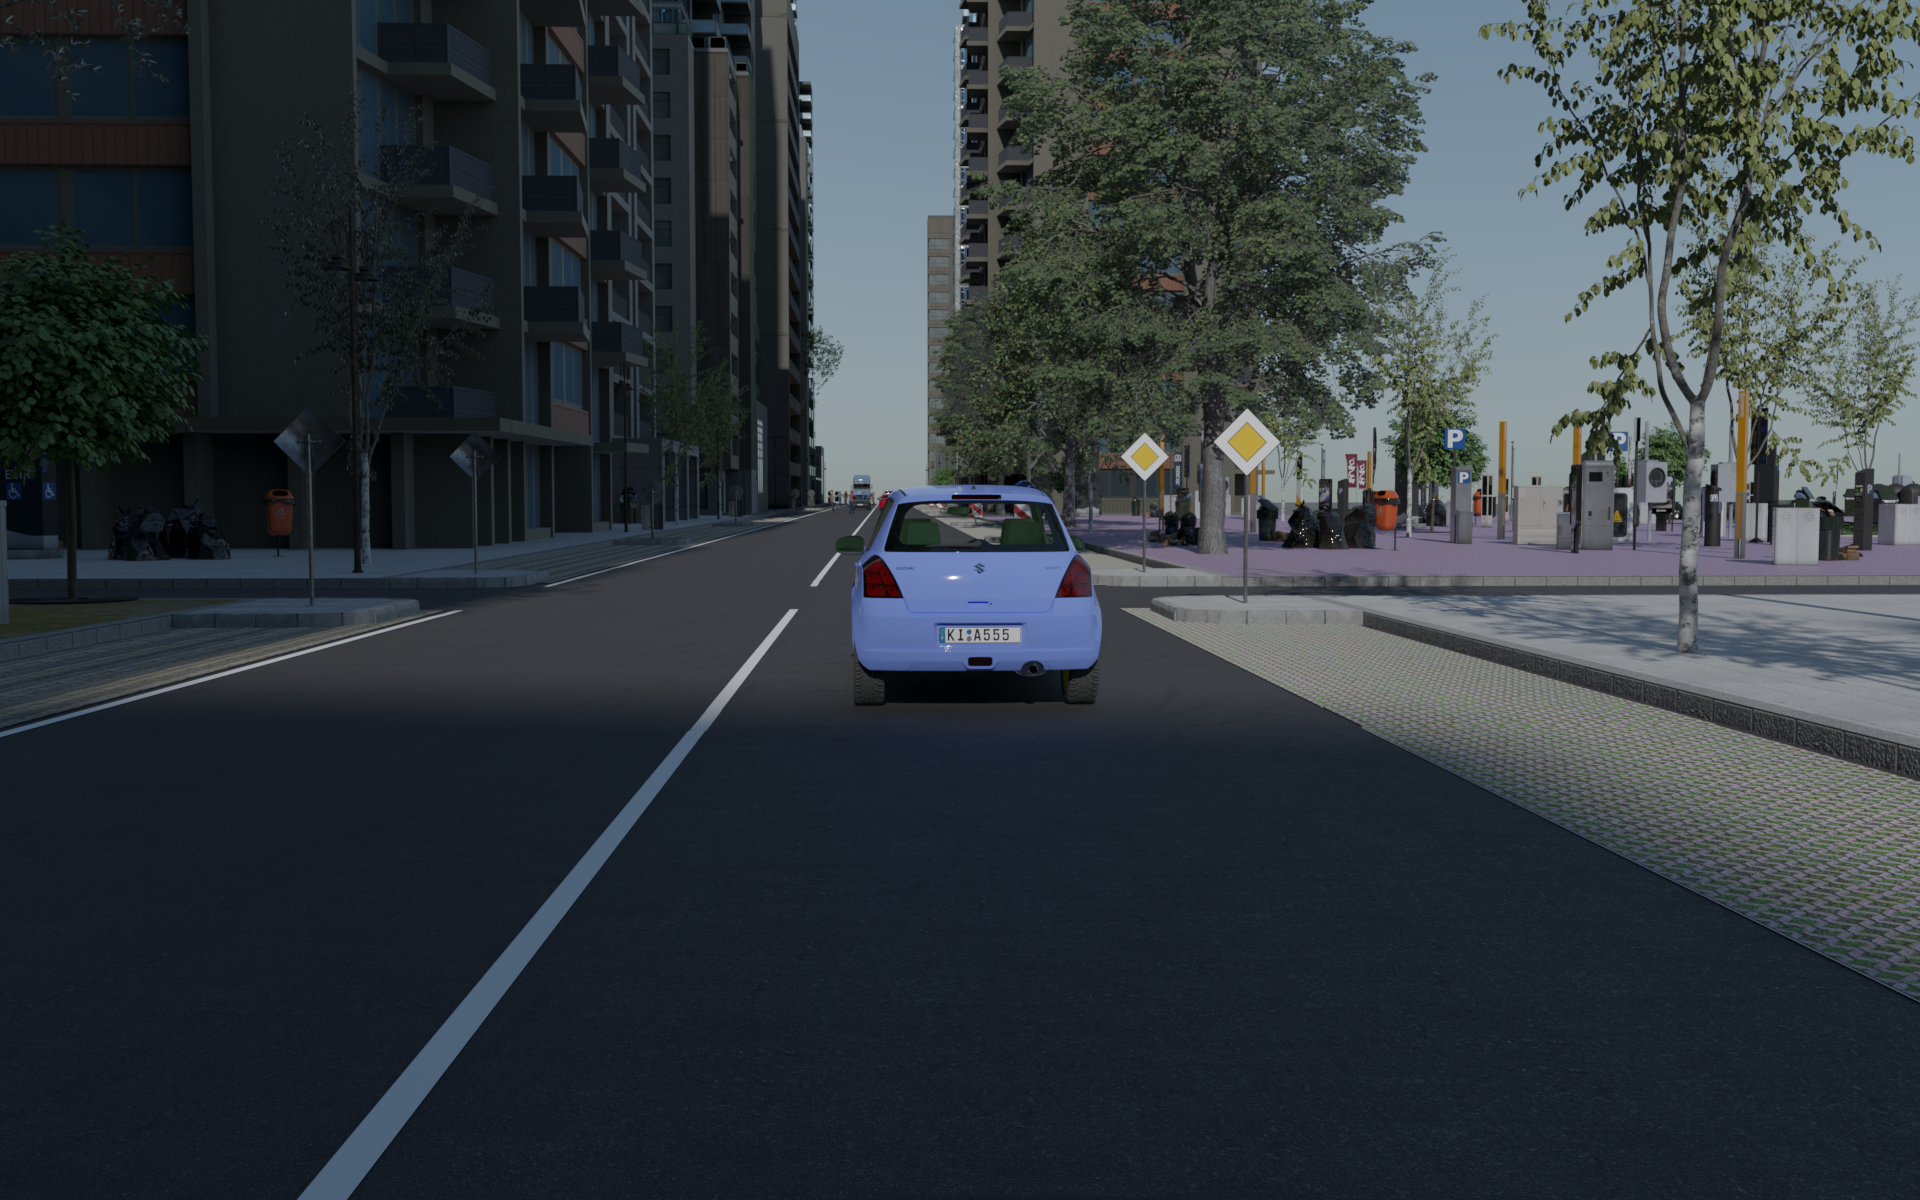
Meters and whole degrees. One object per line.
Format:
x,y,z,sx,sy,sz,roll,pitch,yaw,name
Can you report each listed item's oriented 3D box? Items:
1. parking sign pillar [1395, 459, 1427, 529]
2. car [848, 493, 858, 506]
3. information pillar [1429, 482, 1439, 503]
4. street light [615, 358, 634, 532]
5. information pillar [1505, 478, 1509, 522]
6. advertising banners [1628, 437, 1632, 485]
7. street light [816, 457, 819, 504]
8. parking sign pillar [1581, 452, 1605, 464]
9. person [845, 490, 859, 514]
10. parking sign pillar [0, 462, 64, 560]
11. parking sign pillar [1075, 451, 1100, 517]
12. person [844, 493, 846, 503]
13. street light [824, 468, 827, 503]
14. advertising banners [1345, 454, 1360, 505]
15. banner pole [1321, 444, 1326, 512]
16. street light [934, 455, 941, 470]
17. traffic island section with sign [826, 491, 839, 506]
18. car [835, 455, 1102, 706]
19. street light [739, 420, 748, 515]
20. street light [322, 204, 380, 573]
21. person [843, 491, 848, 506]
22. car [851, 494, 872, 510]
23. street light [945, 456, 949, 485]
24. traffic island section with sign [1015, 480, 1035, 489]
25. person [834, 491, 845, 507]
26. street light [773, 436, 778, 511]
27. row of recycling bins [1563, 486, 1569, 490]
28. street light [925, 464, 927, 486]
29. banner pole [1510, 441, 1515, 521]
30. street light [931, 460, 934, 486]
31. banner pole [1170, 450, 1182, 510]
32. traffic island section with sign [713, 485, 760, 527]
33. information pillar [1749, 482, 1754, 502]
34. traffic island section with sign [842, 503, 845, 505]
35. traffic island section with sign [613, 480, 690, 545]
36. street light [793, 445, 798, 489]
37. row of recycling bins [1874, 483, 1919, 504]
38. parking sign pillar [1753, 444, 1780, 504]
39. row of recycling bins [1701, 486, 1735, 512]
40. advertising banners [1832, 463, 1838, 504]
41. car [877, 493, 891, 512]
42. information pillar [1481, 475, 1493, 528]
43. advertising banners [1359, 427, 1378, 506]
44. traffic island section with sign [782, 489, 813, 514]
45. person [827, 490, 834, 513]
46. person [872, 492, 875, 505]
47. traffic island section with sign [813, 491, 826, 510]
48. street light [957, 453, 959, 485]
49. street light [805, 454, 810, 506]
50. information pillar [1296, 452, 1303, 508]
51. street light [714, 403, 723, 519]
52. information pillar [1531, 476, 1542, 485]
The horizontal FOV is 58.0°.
16.721,-4.668,64.798,1.447,3.967,1.447,-1,4,-8,parking sign pillar
-11.583,-11.261,193.713,1.945,1.707,3.694,0,4,-1,car
25.281,-6.179,92.379,0.504,3.616,0.183,1,4,22,information pillar
-11.240,-5.220,58.141,0.468,5.910,1.993,0,4,-2,street light
24.942,-4.581,79.398,0.304,2.012,0.304,-2,4,-34,information pillar
20.049,-3.426,52.207,0.090,3.025,2.074,2,4,30,advertising banners
-17.924,-14.991,217.893,0.468,5.910,1.993,0,4,-2,street light
31.048,-5.914,85.161,1.447,3.967,1.447,3,4,38,parking sign pillar
-7.956,-7.174,126.515,1.217,1.743,0.721,-1,4,-22,person
-18.714,-2.814,34.479,1.447,3.967,1.447,1,4,11,parking sign pillar
7.079,-6.611,96.569,1.447,3.967,1.447,-1,4,-9,parking sign pillar
-16.528,-14.845,251.078,0.599,1.838,0.709,-2,4,-24,person
-19.352,-16.862,248.488,0.468,5.910,1.993,0,4,-2,street light
17.713,-4.821,75.009,2.074,3.025,0.090,1,4,9,advertising banners
18.021,-5.869,85.977,0.401,3.779,0.863,2,4,27,banner pole
-2.419,-14.016,201.952,0.468,5.910,1.993,0,4,-2,street light
-15.529,-12.230,208.587,1.989,1.847,2.006,0,4,-2,traffic island section with sign
0.024,-0.212,13.060,1.945,1.707,3.694,0,4,-4,car
-13.028,-8.049,104.383,0.468,5.910,1.993,0,4,-2,street light
-9.798,-3.377,27.999,0.468,5.910,1.993,0,4,-2,street light
-14.089,-12.569,214.020,0.705,1.822,1.348,1,4,18,person
-9.027,-9.052,157.779,2.009,1.686,4.222,0,4,-1,car
-1.362,-12.632,179.313,0.468,5.910,1.993,0,4,-2,street light
1.728,-2.603,51.191,1.989,1.847,2.006,0,4,-2,traffic island section with sign
-13.603,-11.479,196.258,1.350,1.814,0.705,-3,4,-36,person
-14.340,-9.889,134.469,0.468,5.910,1.993,0,4,-2,street light
32.675,-5.061,89.868,1.069,1.692,3.534,-2,4,-28,row of recycling bins
-5.060,-17.724,262.577,0.468,5.910,1.993,0,4,-2,street light
26.130,-5.619,81.883,0.401,3.779,0.863,2,4,27,banner pole
-3.653,-15.846,231.875,0.468,5.910,1.993,0,4,-2,street light
11.310,-6.182,91.091,0.863,3.779,0.401,-1,4,-18,banner pole
-9.909,-4.175,76.883,1.989,1.847,2.006,0,4,-2,traffic island section with sign
46.387,-5.930,101.441,0.304,2.012,0.304,1,4,21,information pillar
-16.710,-13.930,236.386,1.989,1.847,2.006,0,4,-2,traffic island section with sign
-8.729,-2.480,49.179,1.989,1.847,2.006,0,4,-2,traffic island section with sign
-15.599,-11.730,164.569,0.468,5.910,1.993,0,4,-2,street light
36.279,-3.629,66.445,1.069,1.692,3.534,-1,4,-17,row of recycling bins
43.556,-6.426,93.541,1.447,3.967,1.447,-2,4,-26,parking sign pillar
39.653,-5.141,91.172,3.534,1.692,1.069,-1,4,-19,row of recycling bins
47.244,-5.952,93.505,0.090,3.025,2.074,1,4,21,advertising banners
-5.758,-8.145,142.210,2.155,1.783,4.494,0,4,-2,car
20.204,-3.786,66.399,0.304,2.012,0.304,-2,4,-35,information pillar
10.898,-3.051,46.077,0.090,3.025,2.074,0,4,6,advertising banners
-12.087,-7.291,127.839,1.989,1.847,2.006,0,4,-2,traffic island section with sign
-10.112,-7.687,134.714,0.750,1.759,0.617,1,4,14,person
-11.257,-13.076,223.017,0.721,1.743,1.217,-1,4,-10,person
-13.237,-8.938,154.770,1.989,1.847,2.006,0,4,-2,traffic island section with sign
-0.112,-10.793,149.245,0.468,5.910,1.993,0,4,-2,street light
-16.542,-13.129,187.454,0.468,5.910,1.993,0,4,-2,street light
19.043,-6.471,97.148,0.183,3.616,0.504,-1,4,-23,information pillar
-12.314,-7.051,88.071,0.468,5.910,1.993,0,4,-2,street light
23.873,-4.115,71.778,0.304,2.012,0.304,-3,4,-36,information pillar
